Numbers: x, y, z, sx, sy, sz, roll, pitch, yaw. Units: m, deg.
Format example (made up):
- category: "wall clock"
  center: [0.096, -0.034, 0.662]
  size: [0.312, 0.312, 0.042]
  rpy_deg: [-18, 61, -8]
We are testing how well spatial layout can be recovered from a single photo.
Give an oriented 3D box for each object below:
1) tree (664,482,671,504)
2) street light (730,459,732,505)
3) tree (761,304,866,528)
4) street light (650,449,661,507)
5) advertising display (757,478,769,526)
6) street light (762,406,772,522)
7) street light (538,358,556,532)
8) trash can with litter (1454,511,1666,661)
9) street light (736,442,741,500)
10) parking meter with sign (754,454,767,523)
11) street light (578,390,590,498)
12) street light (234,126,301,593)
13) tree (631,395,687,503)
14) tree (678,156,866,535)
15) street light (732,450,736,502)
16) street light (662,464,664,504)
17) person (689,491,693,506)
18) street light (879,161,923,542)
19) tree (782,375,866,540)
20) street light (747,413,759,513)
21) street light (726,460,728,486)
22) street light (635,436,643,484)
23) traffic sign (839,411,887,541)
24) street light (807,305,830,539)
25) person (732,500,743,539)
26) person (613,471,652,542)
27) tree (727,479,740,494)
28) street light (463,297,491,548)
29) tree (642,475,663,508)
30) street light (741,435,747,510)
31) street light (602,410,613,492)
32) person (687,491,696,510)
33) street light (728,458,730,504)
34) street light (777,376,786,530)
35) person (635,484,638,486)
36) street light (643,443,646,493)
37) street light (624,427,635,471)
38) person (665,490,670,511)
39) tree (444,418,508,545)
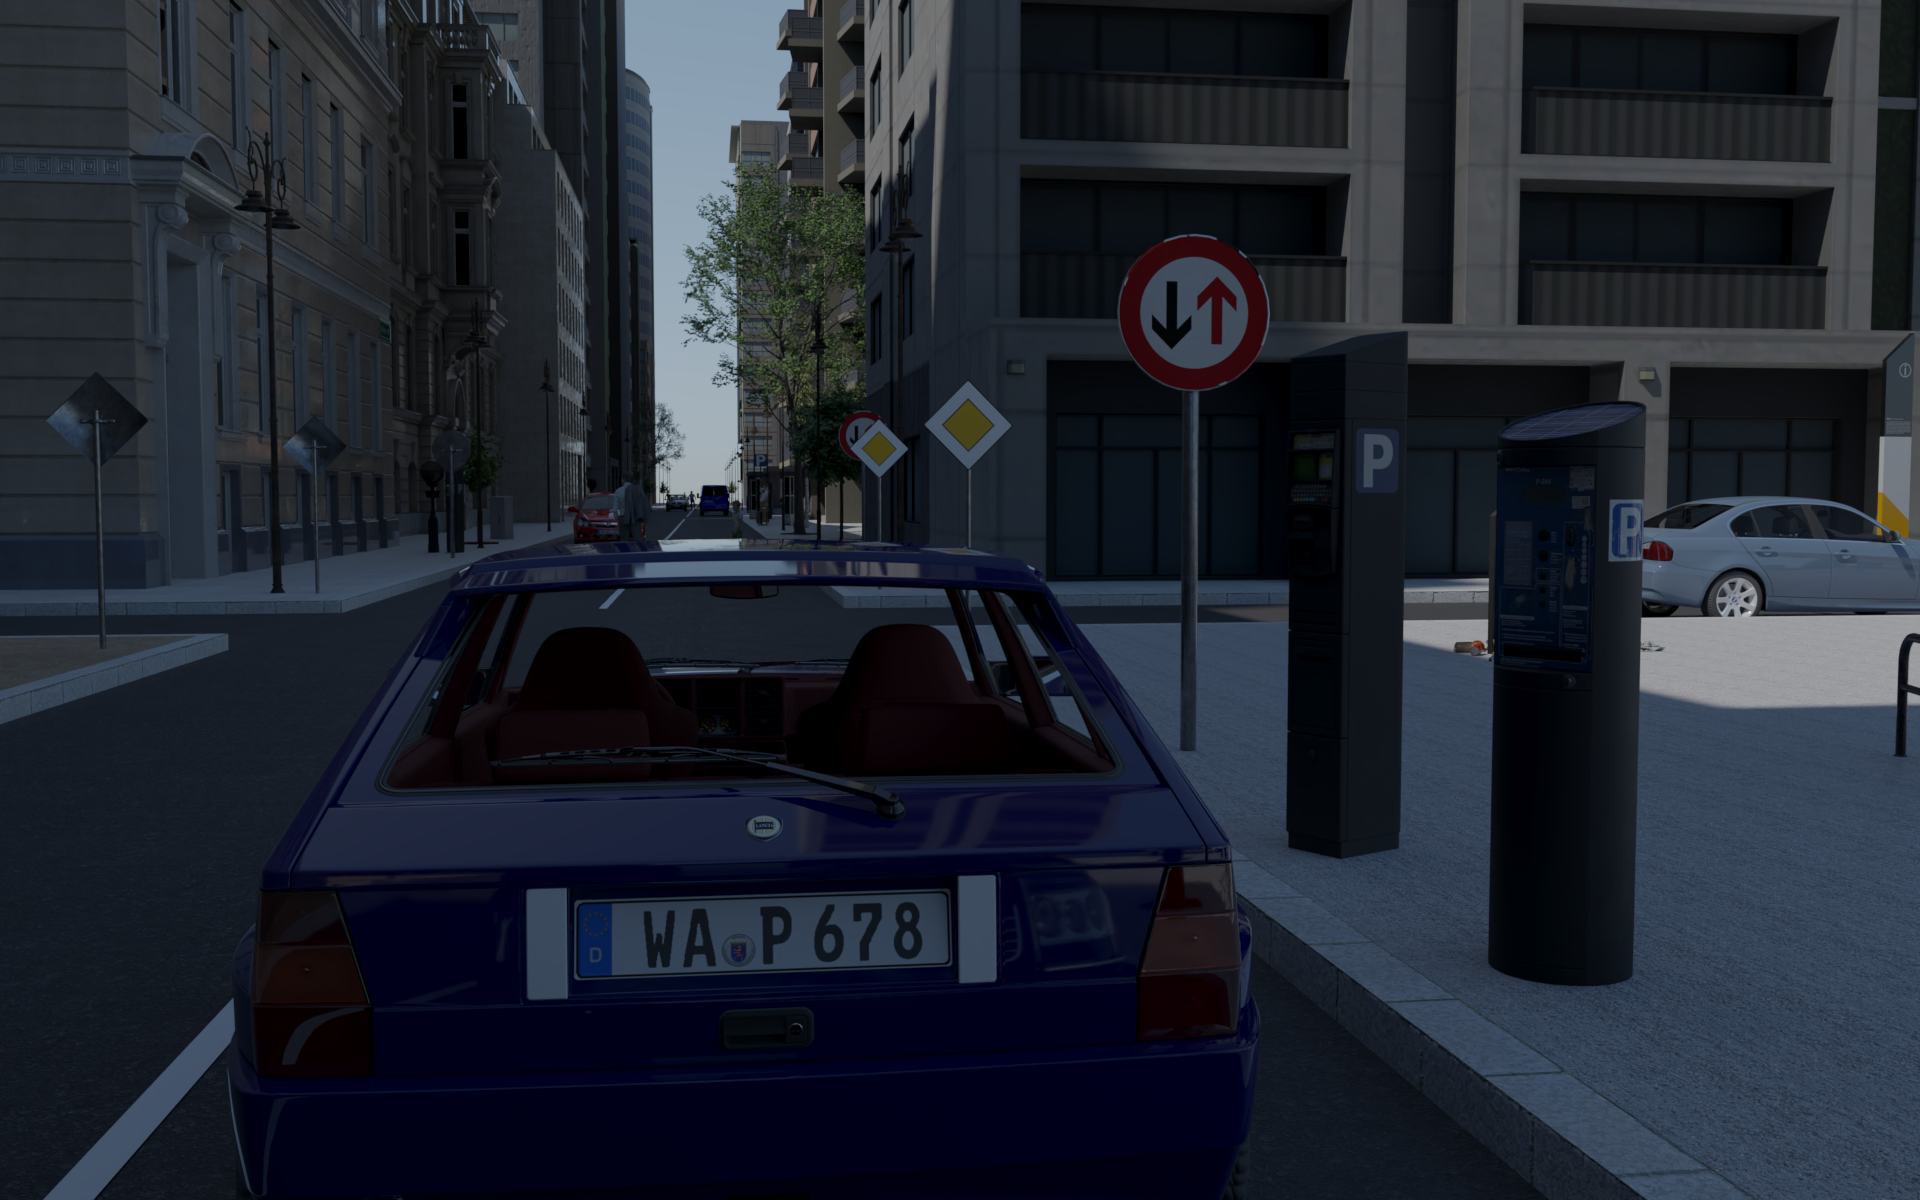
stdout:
- category: "tree"
  center: [-38.918, -14.204, 226.834]
  size: [1.663, 3.219, 1.824]
  rpy_deg: [0, 3, 0]
- category: "street light"
  center: [-22.448, -12.247, 173.029]
  size: [0.468, 5.910, 1.993]
  rpy_deg: [-1, 4, -8]
- category: "tree"
  center: [-5.569, -7.032, 65.330]
  size: [4.737, 8.622, 4.395]
  rpy_deg: [0, 3, 0]
- category: "street light"
  center: [-31.716, -12.695, 180.350]
  size: [0.468, 5.910, 1.993]
  rpy_deg: [-1, 4, -8]
- category: "advertising display"
  center: [-8.050, -4.007, 70.727]
  size: [0.123, 1.923, 0.974]
  rpy_deg: [1, 4, 16]
- category: "street light"
  center: [-8.806, -6.510, 79.223]
  size: [0.468, 5.910, 1.993]
  rpy_deg: [-1, 4, -8]
- category: "street light"
  center: [-14.053, -5.277, 59.068]
  size: [0.468, 5.910, 1.993]
  rpy_deg: [-1, 4, -8]
- category: "trash can with litter"
  center: [4.890, -0.178, 13.961]
  size: [2.233, 1.210, 1.678]
  rpy_deg: [-1, 4, -20]
- category: "street light"
  center: [-17.171, -10.003, 136.330]
  size: [0.468, 5.910, 1.993]
  rpy_deg: [-1, 4, -8]
- category: "parking meter with sign"
  center: [-8.722, -4.883, 76.099]
  size: [0.543, 3.016, 1.738]
  rpy_deg: [0, 4, -5]
- category: "street light"
  center: [-16.718, -6.380, 77.105]
  size: [0.468, 5.910, 1.993]
  rpy_deg: [-1, 4, -8]
- category: "street light"
  center: [-8.852, -3.027, 22.287]
  size: [0.468, 5.910, 1.993]
  rpy_deg: [-1, 4, -8]
- category: "tree"
  center: [-29.585, -14.018, 163.600]
  size: [8.767, 10.594, 7.601]
  rpy_deg: [0, 4, 5]
- category: "tree"
  center: [-5.242, -7.874, 54.498]
  size: [9.928, 11.665, 9.643]
  rpy_deg: [0, 3, 0]
- category: "street light"
  center: [-19.791, -11.106, 154.374]
  size: [0.468, 5.910, 1.993]
  rpy_deg: [-1, 4, -8]
- category: "street light"
  center: [-34.432, -13.801, 198.432]
  size: [0.468, 5.910, 1.993]
  rpy_deg: [-1, 4, -8]
- category: "person"
  center: [-33.222, -12.556, 213.884]
  size: [0.705, 1.812, 1.348]
  rpy_deg: [-3, 5, -40]
- category: "street light"
  center: [-0.840, -3.162, 24.484]
  size: [0.468, 5.910, 1.993]
  rpy_deg: [-1, 4, -8]
- category: "tree"
  center: [-3.356, -3.913, 47.697]
  size: [4.285, 4.588, 4.351]
  rpy_deg: [0, 3, 0]
- category: "street light"
  center: [-11.810, -7.747, 99.447]
  size: [0.468, 5.910, 1.993]
  rpy_deg: [-1, 4, -8]
- category: "street light"
  center: [-26.548, -13.952, 200.904]
  size: [0.468, 5.910, 1.993]
  rpy_deg: [-1, 4, -8]
- category: "street light"
  center: [-25.107, -9.883, 134.373]
  size: [0.468, 5.910, 1.993]
  rpy_deg: [-1, 4, -8]
- category: "traffic sign"
  center: [-1.467, -1.616, 26.534]
  size: [0.768, 2.556, 0.104]
  rpy_deg: [0, 4, 1]
- category: "street light"
  center: [-3.478, -4.265, 42.525]
  size: [0.468, 5.910, 1.993]
  rpy_deg: [-1, 4, -8]
- category: "person"
  center: [-4.809, -1.516, 37.540]
  size: [0.306, 1.304, 0.590]
  rpy_deg: [2, 4, 24]
- category: "person"
  center: [-5.776, -1.340, 30.513]
  size: [0.679, 1.850, 0.850]
  rpy_deg: [-1, 4, -16]
- category: "tree"
  center: [-28.515, -13.546, 216.078]
  size: [1.663, 3.219, 1.824]
  rpy_deg: [0, 3, 0]
- category: "street light"
  center: [-11.362, -4.165, 40.884]
  size: [0.468, 5.910, 1.993]
  rpy_deg: [-1, 4, -8]
- category: "tree"
  center: [-28.706, -10.034, 158.651]
  size: [1.663, 3.219, 1.824]
  rpy_deg: [0, 3, 0]
- category: "street light"
  center: [-14.434, -8.864, 117.714]
  size: [0.468, 5.910, 1.993]
  rpy_deg: [-1, 4, -8]
- category: "street light"
  center: [-19.834, -7.662, 98.055]
  size: [0.468, 5.910, 1.993]
  rpy_deg: [-1, 4, -8]
- category: "person"
  center: [-23.453, -8.703, 151.739]
  size: [0.756, 1.711, 0.436]
  rpy_deg: [1, 4, 16]
- category: "street light"
  center: [-23.986, -12.848, 182.852]
  size: [0.468, 5.910, 1.993]
  rpy_deg: [-1, 4, -8]
- category: "street light"
  center: [-6.254, -5.406, 61.170]
  size: [0.468, 5.910, 1.993]
  rpy_deg: [-1, 4, -8]
- category: "person"
  center: [-11.575, -3.230, 61.666]
  size: [0.721, 1.781, 0.623]
  rpy_deg: [-1, 4, -20]
- category: "street light"
  center: [-27.923, -11.041, 153.300]
  size: [0.468, 5.910, 1.993]
  rpy_deg: [-1, 4, -8]
- category: "street light"
  center: [-22.324, -8.781, 116.353]
  size: [0.468, 5.910, 1.993]
  rpy_deg: [-1, 4, -8]
- category: "person"
  center: [-24.531, -8.382, 146.068]
  size: [0.721, 1.766, 1.217]
  rpy_deg: [2, 4, 27]
- category: "tree"
  center: [-12.518, -3.045, 44.386]
  size: [1.663, 3.219, 1.824]
  rpy_deg: [0, 3, 0]
